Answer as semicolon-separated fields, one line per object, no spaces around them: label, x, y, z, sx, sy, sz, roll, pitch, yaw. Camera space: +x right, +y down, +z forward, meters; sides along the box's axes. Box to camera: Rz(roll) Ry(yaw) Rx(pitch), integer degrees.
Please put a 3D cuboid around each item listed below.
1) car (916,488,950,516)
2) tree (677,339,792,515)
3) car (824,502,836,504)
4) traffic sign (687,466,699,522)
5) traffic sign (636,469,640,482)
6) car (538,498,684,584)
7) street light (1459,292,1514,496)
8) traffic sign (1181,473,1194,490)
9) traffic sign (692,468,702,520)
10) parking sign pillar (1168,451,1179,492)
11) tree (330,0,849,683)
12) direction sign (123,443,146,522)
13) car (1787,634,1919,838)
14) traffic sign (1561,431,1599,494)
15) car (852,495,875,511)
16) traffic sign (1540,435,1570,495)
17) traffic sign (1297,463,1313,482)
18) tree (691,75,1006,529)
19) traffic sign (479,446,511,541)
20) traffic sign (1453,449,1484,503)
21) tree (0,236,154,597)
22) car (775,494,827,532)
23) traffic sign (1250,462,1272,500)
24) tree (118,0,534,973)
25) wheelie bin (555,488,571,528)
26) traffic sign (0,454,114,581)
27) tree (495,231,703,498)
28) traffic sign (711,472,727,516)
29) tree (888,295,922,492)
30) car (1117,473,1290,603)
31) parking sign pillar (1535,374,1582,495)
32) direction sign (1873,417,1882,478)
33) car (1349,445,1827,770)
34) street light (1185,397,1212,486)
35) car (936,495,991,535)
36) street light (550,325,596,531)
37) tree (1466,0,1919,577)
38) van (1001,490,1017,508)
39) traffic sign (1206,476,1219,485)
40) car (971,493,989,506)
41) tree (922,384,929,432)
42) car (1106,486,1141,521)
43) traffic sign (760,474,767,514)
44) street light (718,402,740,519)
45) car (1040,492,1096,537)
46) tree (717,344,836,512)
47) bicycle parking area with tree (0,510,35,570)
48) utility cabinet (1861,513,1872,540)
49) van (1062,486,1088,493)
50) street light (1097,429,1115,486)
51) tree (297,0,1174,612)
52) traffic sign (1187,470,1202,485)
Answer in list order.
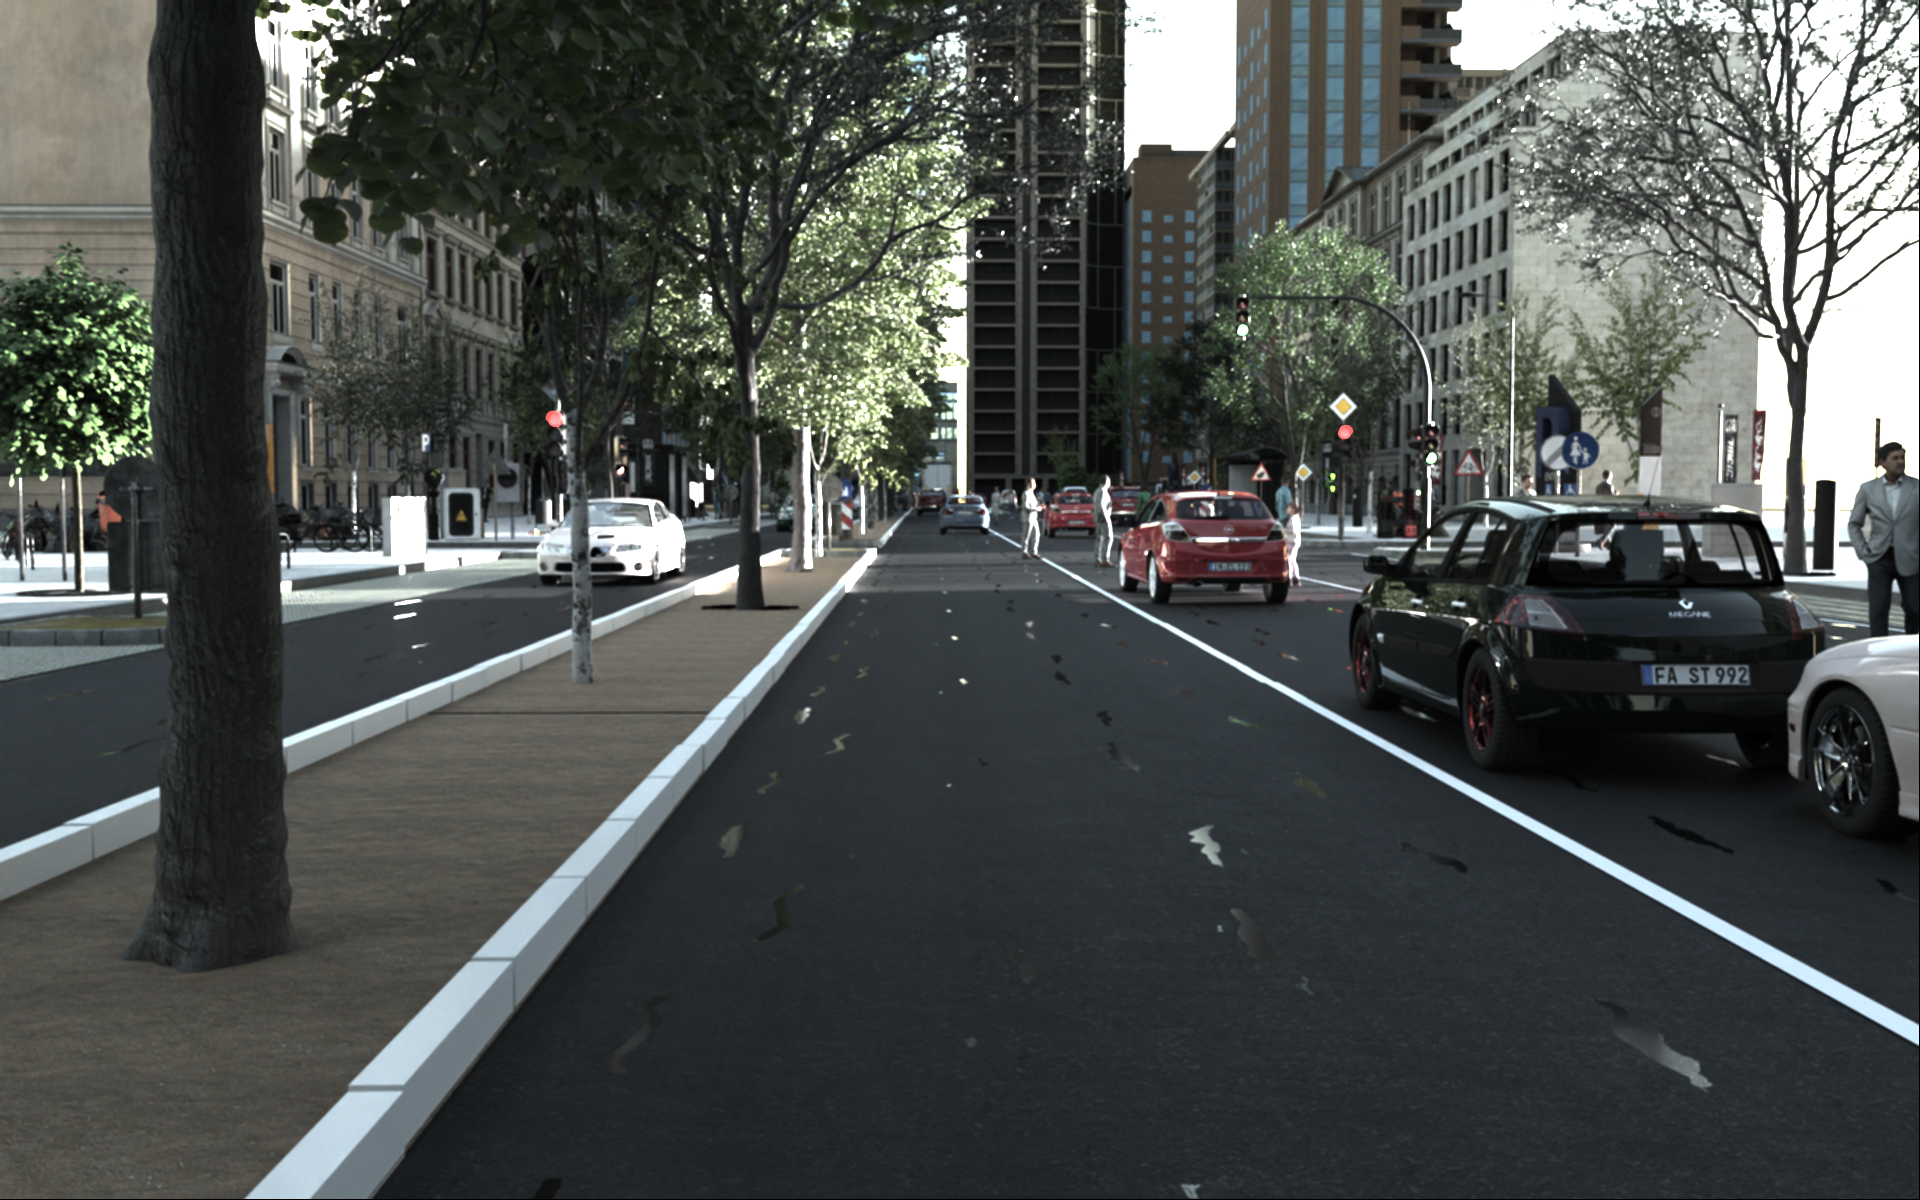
car;-1.835;-6.580;116.256;2.281;1.827;5.304;0;4;-1
tree;-13.745;-11.040;106.251;9.928;11.665;9.643;0;3;0
car;-11.265;-8.196;143.794;2.009;1.686;4.222;0;4;-1
traffic sign;-12.568;-4.915;80.365;0.884;2.594;0.081;0;4;2
traffic sign;-15.796;-5.251;85.966;0.768;2.556;0.104;0;4;5
car;-5.788;-1.027;29.154;2.083;1.381;4.827;0;4;-1
street light;12.164;-4.123;39.954;1.470;5.913;1.316;0;4;-1
traffic sign;14.046;-6.526;106.704;0.884;2.594;0.081;0;4;5
traffic sign;-12.988;-5.252;85.968;0.768;2.556;0.104;0;4;6
parking sign pillar;13.395;-7.343;108.523;1.447;3.967;1.447;0;4;-4
tree;-2.809;-3.656;12.603;4.737;8.622;4.395;0;3;0
direction sign;-23.081;-3.439;48.221;0.876;3.537;0.379;0;4;4
car;4.668;0.399;5.837;2.083;1.381;4.827;0;4;-2
traffic sign;12.609;-2.153;35.306;0.768;2.556;0.104;0;4;2
car;-8.003;-8.068;144.270;2.083;1.381;4.827;0;4;-2
traffic sign;12.901;-2.283;37.435;0.768;2.556;0.104;0;4;6
traffic sign;14.519;-4.494;73.203;0.795;2.593;0.064;0;4;4
tree;-4.980;-13.051;71.723;12.611;20.169;13.585;0;3;0
traffic sign;-12.625;-2.879;47.069;0.884;2.594;0.081;0;4;3
traffic sign;14.543;-3.034;49.607;0.884;2.594;0.081;0;4;0
tree;-11.449;-2.354;22.203;4.285;4.588;4.351;0;3;0
car;-6.119;-3.419;67.699;2.131;1.459;4.920;0;4;-1
traffic sign;12.195;-4.293;70.199;0.884;2.594;0.081;0;4;4
tree;-2.411;-5.190;5.434;7.486;12.596;7.792;0;3;0
wheelie bin;-13.288;-3.057;57.885;0.693;1.594;0.980;-1;4;-19
traffic sign;-13.559;-1.936;25.529;2.265;3.308;0.079;0;4;2
tree;-12.239;-7.620;58.994;7.601;10.594;8.767;-1;4;-17
traffic sign;-13.686;-6.018;98.390;0.884;2.594;0.081;0;4;4
tree;-3.106;-5.218;38.131;4.737;8.622;4.395;0;3;0
car;3.332;-0.931;24.262;2.155;1.783;4.494;0;4;-3
parking sign pillar;13.277;-3.057;38.460;1.447;3.967;1.447;0;4;-7
direction sign;27.062;-3.618;51.145;0.379;3.537;0.876;3;4;37
car;3.541;-0.036;10.372;2.009;1.686;4.222;0;3;0
street light;11.418;-6.736;82.668;1.470;5.913;1.316;0;4;-1
car;0.145;-3.088;62.493;2.014;1.417;4.499;0;4;-1
street light;-10.703;-4.599;47.742;1.470;5.913;1.316;0;4;-1
tree;13.204;-7.144;27.169;12.009;13.543;11.850;0;3;0
van;5.100;-10.800;183.584;2.013;2.044;4.112;0;3;0
traffic sign;14.241;-5.998;98.073;0.884;2.594;0.081;0;4;2
car;1.624;-9.333;161.627;2.155;1.783;4.494;0;4;1
tree;-3.298;-6.458;58.406;4.737;8.622;4.395;0;3;0
car;7.311;-4.275;78.565;2.281;1.827;5.304;0;4;-1
traffic sign;-12.771;-6.807;111.408;0.768;2.556;0.104;0;4;-1
street light;-11.555;-7.037;87.588;1.470;5.913;1.316;0;4;-1
car;3.788;-3.034;58.642;2.155;1.783;4.494;0;4;0
tree;-13.269;-12.595;122.942;9.611;12.733;9.660;0;3;0
bicycle parking area with tree;-20.309;-2.643;30.214;8.231;4.147;9.016;-1;4;-17
utility cabinet;25.409;-2.423;48.302;0.318;1.500;1.173;3;4;39
van;6.389;-5.520;97.265;2.013;2.044;4.112;0;4;1
street light;10.412;-9.195;122.881;1.470;5.913;1.316;0;4;-1
tree;-2.567;-6.611;20.918;12.009;13.543;11.850;0;3;0
traffic sign;12.892;-5.831;95.074;0.795;2.593;0.064;0;4;4
